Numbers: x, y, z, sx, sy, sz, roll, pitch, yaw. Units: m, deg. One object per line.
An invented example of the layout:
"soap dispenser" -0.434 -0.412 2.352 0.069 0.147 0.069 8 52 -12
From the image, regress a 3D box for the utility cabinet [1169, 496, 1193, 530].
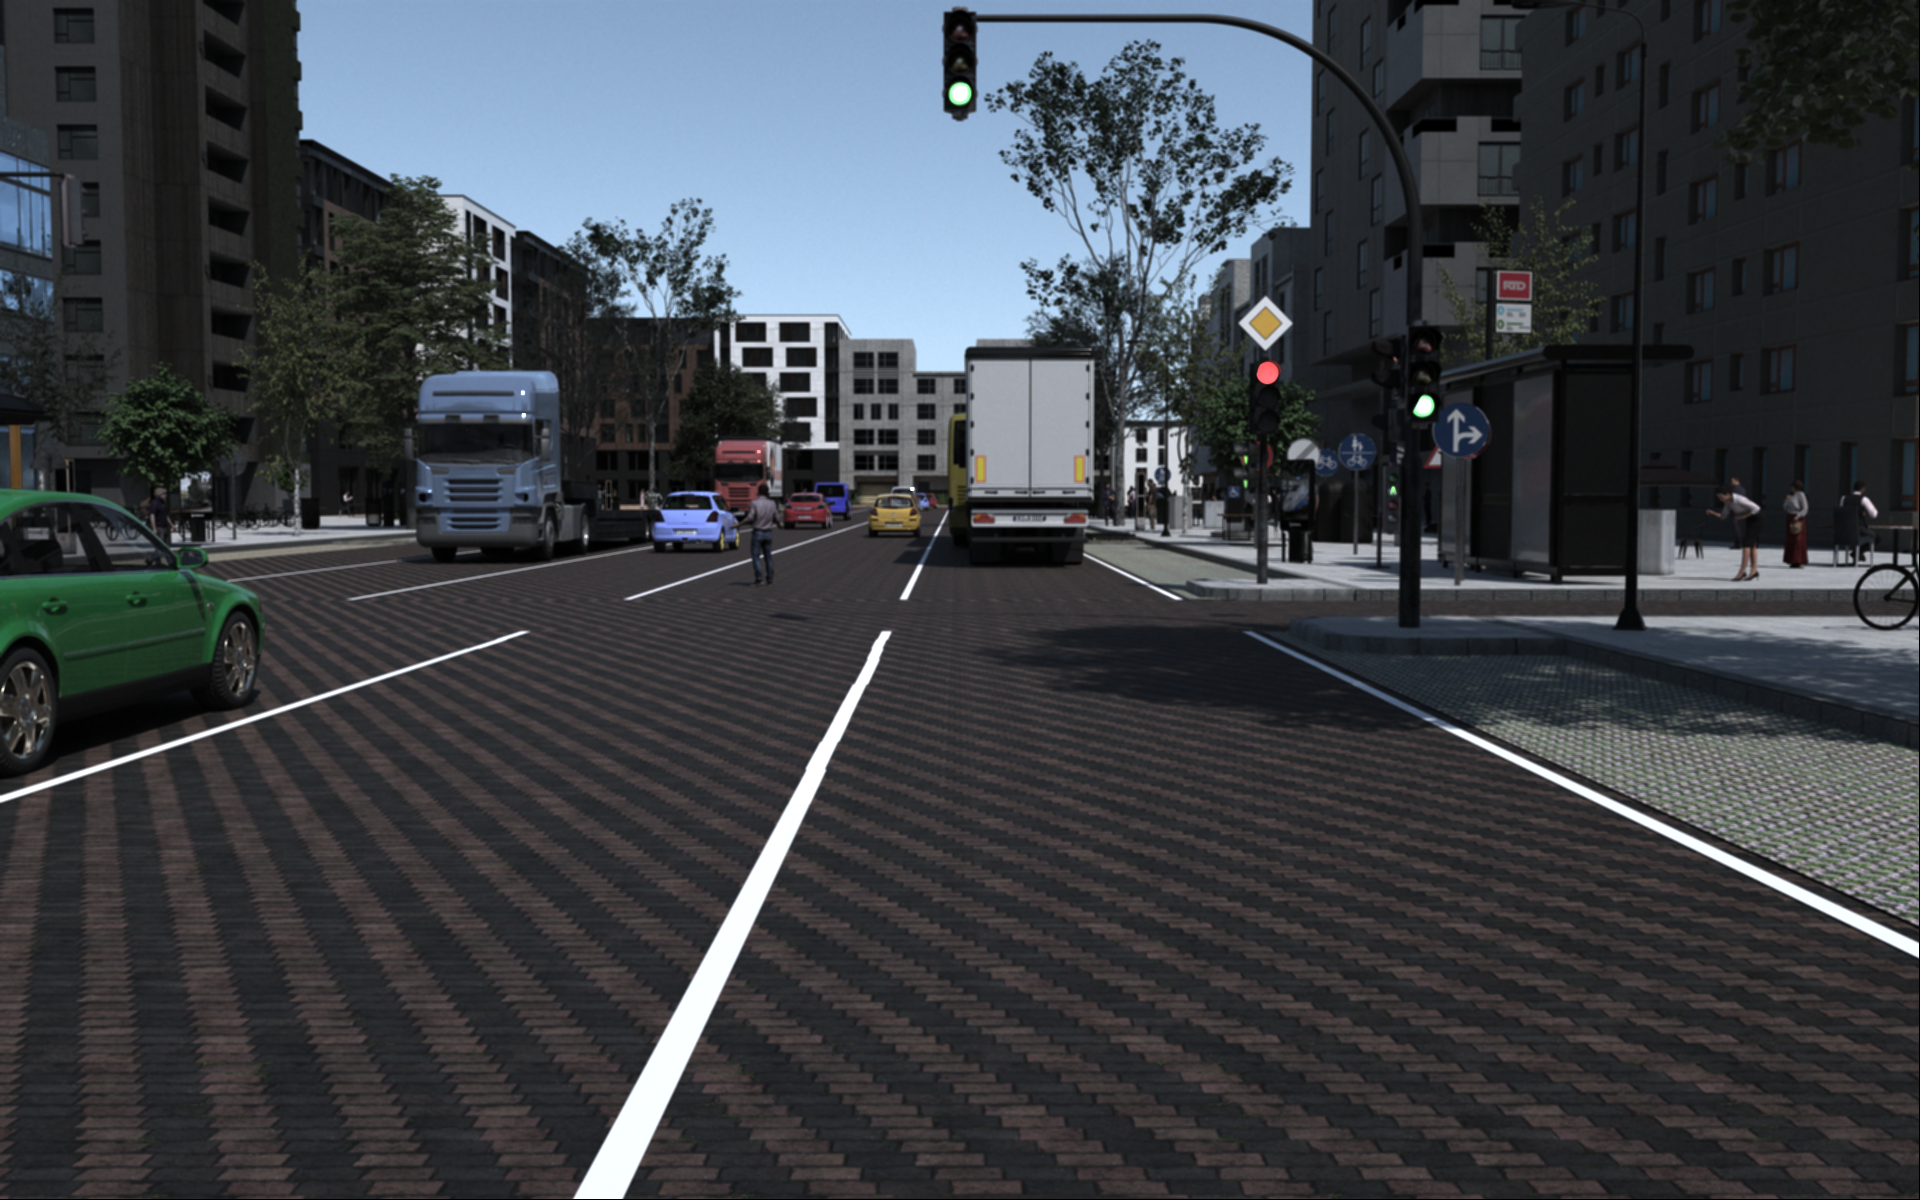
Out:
"utility cabinet" 7.992 -3.156 62.767 1.020 1.237 0.306 -3 5 -42

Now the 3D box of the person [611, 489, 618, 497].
"person" -33.377 -9.856 167.285 1.348 1.812 0.705 3 5 43

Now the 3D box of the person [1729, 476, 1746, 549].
"person" 18.052 -2.036 40.257 0.541 1.710 0.530 -2 4 -26

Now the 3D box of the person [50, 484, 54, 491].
"person" -24.061 -2.311 46.041 0.499 1.552 0.429 -1 4 -14

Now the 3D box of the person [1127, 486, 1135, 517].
"person" 9.819 -5.602 98.329 0.600 1.739 0.565 2 4 27

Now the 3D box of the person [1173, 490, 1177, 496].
"person" 20.332 -9.565 163.906 0.415 1.643 0.593 1 4 20

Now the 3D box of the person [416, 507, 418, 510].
"person" -33.104 -6.004 104.933 0.721 1.736 1.217 -2 4 -26

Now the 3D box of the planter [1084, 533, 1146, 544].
"planter" 4.285 -1.766 50.012 1.991 0.319 1.994 0 3 0

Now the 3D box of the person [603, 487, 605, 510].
"person" -21.333 -5.979 104.599 0.445 1.727 0.742 -3 4 -38

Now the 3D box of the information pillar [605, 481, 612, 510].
"information pillar" -19.327 -5.545 95.146 0.304 2.012 0.304 -2 4 -25

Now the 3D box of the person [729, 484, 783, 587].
"person" -3.072 -1.005 26.883 0.963 1.587 0.435 -3 5 -41

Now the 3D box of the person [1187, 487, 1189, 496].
"person" 13.803 -5.996 105.020 0.436 1.711 0.756 0 4 -1

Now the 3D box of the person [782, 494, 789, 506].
"person" -8.367 -4.459 84.640 0.726 1.435 0.776 1 4 16

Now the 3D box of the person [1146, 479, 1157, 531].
"person" 6.600 -3.292 59.989 0.434 1.807 0.598 2 4 31

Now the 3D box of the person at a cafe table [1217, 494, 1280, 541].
"person at a cafe table" 8.008 -2.394 47.660 1.622 1.524 1.698 0 3 0

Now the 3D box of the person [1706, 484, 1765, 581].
"person" 11.474 -0.999 25.560 0.799 1.438 0.628 -3 5 -42

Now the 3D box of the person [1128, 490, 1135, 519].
"person" 8.969 -4.979 88.385 0.756 1.711 0.436 0 4 -6

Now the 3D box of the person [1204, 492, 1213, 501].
"person" 19.082 -7.502 131.922 0.991 1.433 0.599 -1 4 -11

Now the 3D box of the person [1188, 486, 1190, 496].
"person" 15.450 -6.807 117.308 0.705 1.831 1.348 1 4 21

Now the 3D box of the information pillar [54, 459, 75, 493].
"information pillar" -19.035 -1.979 36.842 0.304 2.012 0.304 0 4 -4

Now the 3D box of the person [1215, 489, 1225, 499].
"person" 14.328 -5.348 95.850 0.453 1.535 0.546 2 4 31

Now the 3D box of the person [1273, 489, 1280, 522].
"person" 14.898 -4.487 80.871 0.517 1.644 0.566 -3 5 -45

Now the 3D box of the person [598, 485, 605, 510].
"person" -21.398 -5.915 102.835 0.705 1.814 1.350 3 5 39

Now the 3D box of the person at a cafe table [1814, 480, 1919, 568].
"person at a cafe table" 15.979 -1.344 30.494 1.622 1.524 1.698 -3 4 -37

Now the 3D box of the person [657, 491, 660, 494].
"person" -30.394 -10.213 174.491 0.415 1.643 0.593 -1 4 -16

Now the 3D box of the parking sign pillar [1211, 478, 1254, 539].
"parking sign pillar" 8.038 -3.789 50.420 1.447 3.967 1.447 1 4 14

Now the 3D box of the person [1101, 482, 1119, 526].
"person" 6.028 -3.845 69.355 0.683 1.767 0.568 -1 4 -17

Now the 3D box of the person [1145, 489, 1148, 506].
"person" 17.249 -9.435 161.025 1.217 1.743 0.721 1 4 13

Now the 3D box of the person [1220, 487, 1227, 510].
"person" 17.796 -6.740 116.905 0.551 1.740 0.621 -2 4 -35

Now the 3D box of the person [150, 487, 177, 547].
"person" -14.975 -1.325 32.369 0.471 1.553 0.569 2 4 27

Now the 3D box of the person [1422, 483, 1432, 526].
"person" 19.036 -3.916 70.778 0.504 1.737 0.576 0 4 -4

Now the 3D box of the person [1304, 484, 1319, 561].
"person" 6.596 -1.652 33.187 0.598 1.807 0.434 -2 4 -30

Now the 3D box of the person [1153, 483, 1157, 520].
"person" 9.445 -4.774 84.230 0.434 1.807 0.598 2 4 26

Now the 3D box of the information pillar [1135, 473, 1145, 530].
"information pillar" 6.365 -3.469 61.203 0.304 2.012 0.304 0 4 -8

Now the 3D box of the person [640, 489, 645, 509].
"person" -27.652 -8.818 150.893 0.551 1.740 0.621 1 4 21

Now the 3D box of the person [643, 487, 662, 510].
"person" -12.277 -3.696 69.648 0.841 1.734 0.376 1 4 23

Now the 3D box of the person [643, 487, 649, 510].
"person" -22.996 -7.477 128.298 0.705 1.824 1.348 3 5 43

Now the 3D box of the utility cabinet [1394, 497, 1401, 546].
"utility cabinet" 10.918 -1.902 42.254 0.306 1.237 1.020 0 4 -6

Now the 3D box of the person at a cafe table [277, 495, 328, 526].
"person at a cafe table" -26.992 -3.655 70.622 1.698 1.238 1.726 0 4 7

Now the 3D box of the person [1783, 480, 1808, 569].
"person" 14.490 -1.314 29.993 0.387 1.526 0.523 0 4 -3

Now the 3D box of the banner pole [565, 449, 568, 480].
"banner pole" -21.731 -6.465 95.724 0.401 3.779 0.863 0 4 -1

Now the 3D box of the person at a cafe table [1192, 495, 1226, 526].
"person at a cafe table" 9.817 -3.592 69.595 1.726 1.238 1.698 -1 4 -19

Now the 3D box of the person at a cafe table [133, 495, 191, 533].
"person at a cafe table" -26.650 -2.874 57.847 1.726 1.238 1.698 -3 5 -41

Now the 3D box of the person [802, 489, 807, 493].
"person" -8.612 -5.275 95.439 0.565 1.739 0.600 -1 4 -11

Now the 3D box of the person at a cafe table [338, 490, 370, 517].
"person at a cafe table" -33.530 -5.336 95.757 1.622 1.524 1.698 -1 4 -15
